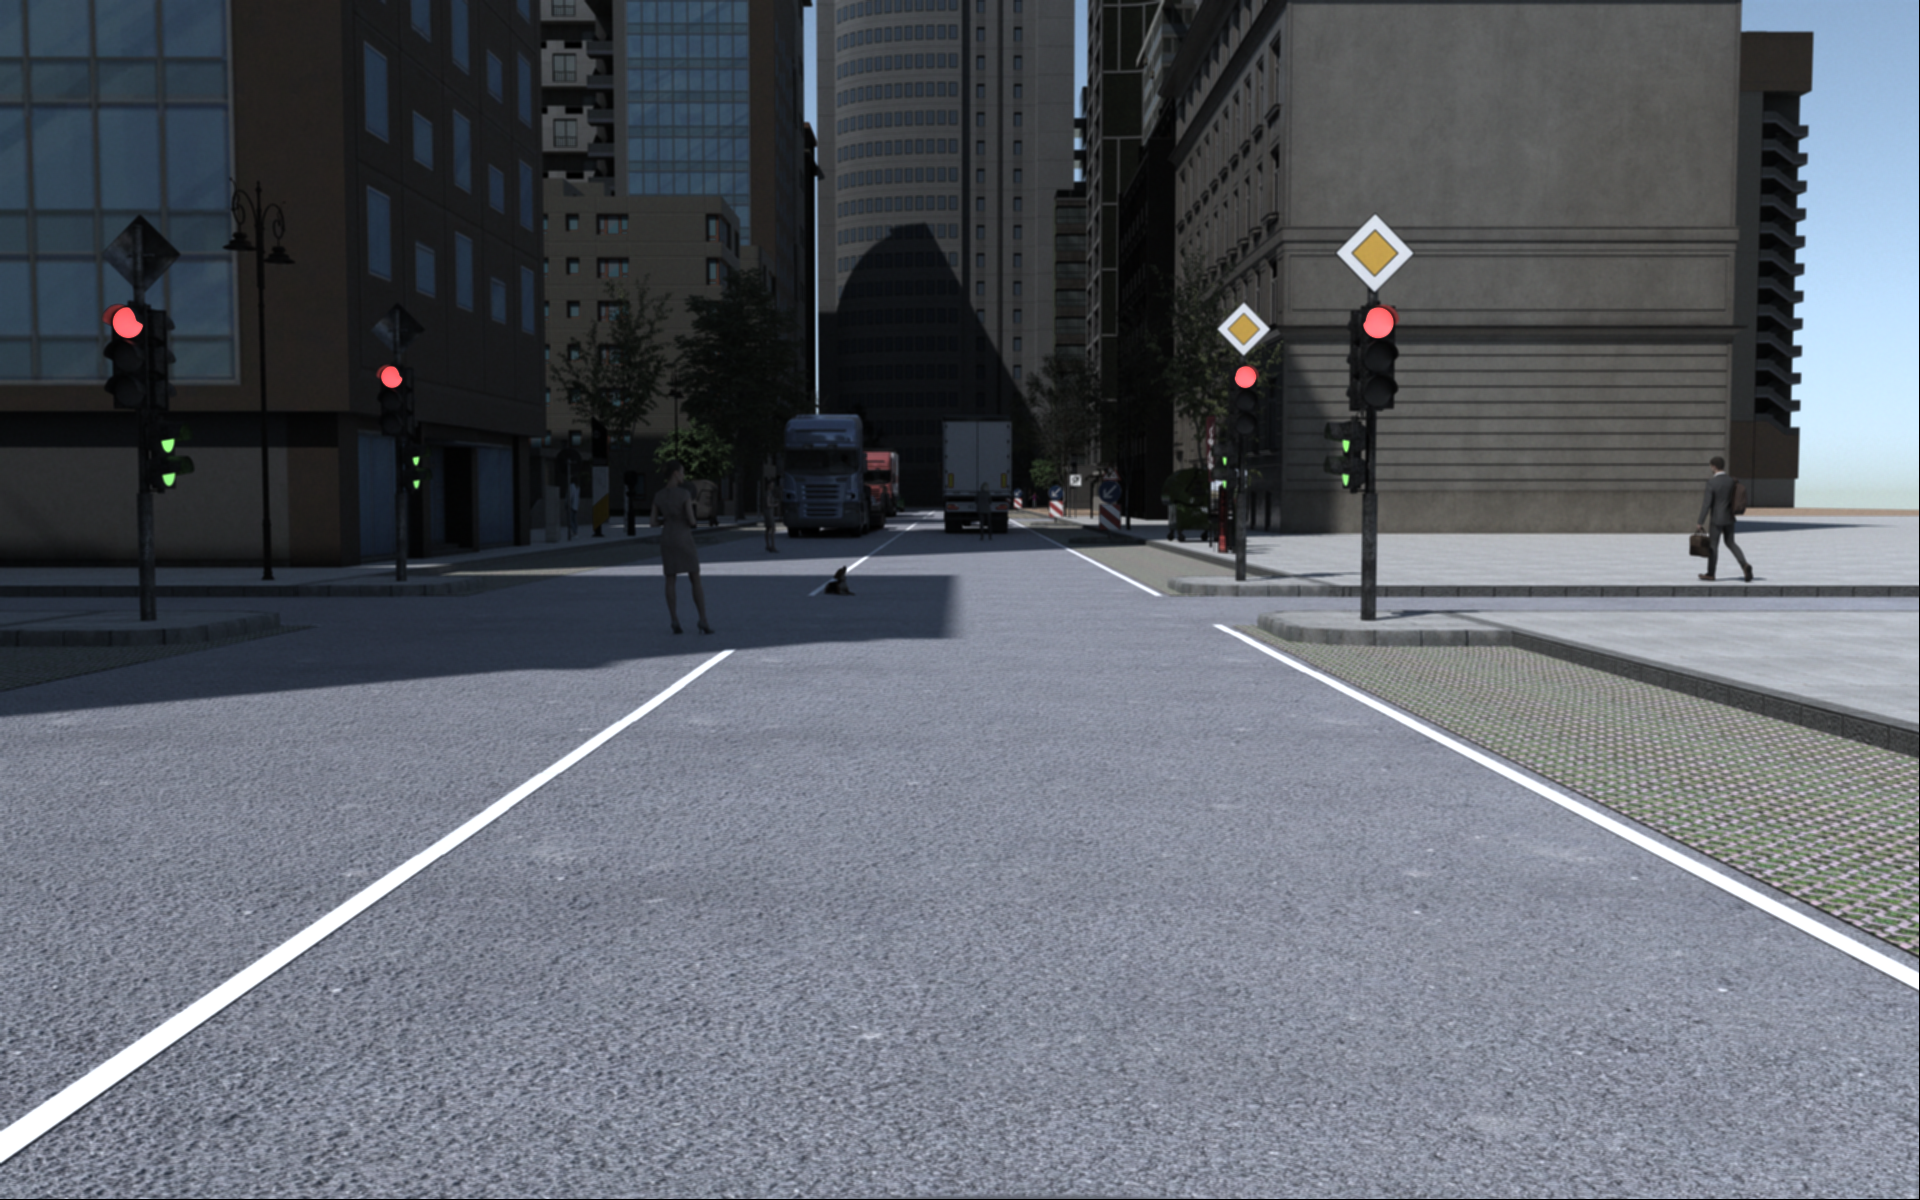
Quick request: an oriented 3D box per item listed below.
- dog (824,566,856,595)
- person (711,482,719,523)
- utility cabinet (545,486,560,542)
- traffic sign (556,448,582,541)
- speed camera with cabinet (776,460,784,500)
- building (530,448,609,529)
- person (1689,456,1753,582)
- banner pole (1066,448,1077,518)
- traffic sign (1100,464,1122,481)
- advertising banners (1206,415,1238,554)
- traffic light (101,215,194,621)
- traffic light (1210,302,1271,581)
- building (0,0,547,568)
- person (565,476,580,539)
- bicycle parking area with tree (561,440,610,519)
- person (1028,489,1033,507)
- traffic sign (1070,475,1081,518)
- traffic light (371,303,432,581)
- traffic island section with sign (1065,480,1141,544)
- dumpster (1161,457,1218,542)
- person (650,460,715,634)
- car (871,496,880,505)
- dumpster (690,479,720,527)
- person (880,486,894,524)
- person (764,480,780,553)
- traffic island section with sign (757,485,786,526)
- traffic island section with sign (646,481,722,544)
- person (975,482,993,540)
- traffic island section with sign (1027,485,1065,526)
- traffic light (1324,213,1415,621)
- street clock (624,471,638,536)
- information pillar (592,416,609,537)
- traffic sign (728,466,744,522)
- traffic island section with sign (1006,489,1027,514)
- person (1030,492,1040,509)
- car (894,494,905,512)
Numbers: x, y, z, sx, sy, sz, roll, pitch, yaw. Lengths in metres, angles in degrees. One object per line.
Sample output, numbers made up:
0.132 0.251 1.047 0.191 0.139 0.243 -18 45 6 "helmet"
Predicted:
-1.695 -0.287 24.879 0.550 0.427 0.748 1 4 11 "dog"
-10.707 -4.243 75.523 0.391 1.810 0.635 -1 4 -18 "person"
-10.881 -2.302 46.311 0.318 1.500 1.173 -1 4 -8 "utility cabinet"
-10.749 -2.905 47.598 0.768 2.556 0.104 1 4 8 "traffic sign"
-10.147 -6.441 99.650 0.660 3.252 2.038 0 4 2 "speed camera with cabinet"
-31.645 -23.034 68.493 32.217 40.220 23.993 0 3 0 "building"
11.176 -1.185 25.389 0.622 1.834 0.822 -1 4 -23 "person"
6.107 -6.373 94.210 0.401 3.779 0.863 3 5 42 "banner pole"
6.024 -4.236 69.255 0.884 2.594 0.081 0 4 4 "traffic sign"
5.749 -2.539 37.697 0.090 3.025 2.074 -1 4 -14 "advertising banners"
-8.228 -1.746 17.474 0.839 4.253 0.868 0 3 0 "traffic light"
4.129 -2.236 25.481 0.839 4.253 0.868 0 3 0 "traffic light"
-17.363 -23.574 35.546 14.600 45.320 14.200 0 3 0 "building"
-10.984 -2.622 49.179 0.793 1.790 0.793 -1 4 -20 "person"
-22.811 -6.295 89.925 8.231 4.147 9.016 -2 4 -28 "bicycle parking area with tree"
7.021 -10.197 172.897 0.705 1.807 1.348 -1 4 -20 "person"
6.133 -5.487 91.843 0.606 2.300 0.079 0 4 8 "traffic sign"
-8.232 -2.235 25.459 0.839 4.253 0.868 0 3 0 "traffic light"
4.168 -2.542 50.193 1.989 1.847 2.006 0 3 0 "traffic island section with sign"
6.278 -2.700 46.631 1.502 2.255 1.985 0 3 0 "dumpster"
-2.850 -0.545 17.753 0.599 1.781 0.374 1 4 19 "person"
-5.409 -5.159 96.714 2.083 1.381 4.827 0 4 -1 "car"
-10.323 -3.868 69.007 1.264 1.857 1.865 0 3 0 "dumpster"
-3.556 -4.579 83.556 0.709 1.800 0.728 -2 4 -30 "person"
-4.639 -2.066 42.623 0.374 1.781 0.599 -1 4 -13 "person"
-7.965 -4.191 77.153 1.989 1.847 2.006 0 3 0 "traffic island section with sign"
-7.952 -2.542 50.197 1.989 1.847 2.006 0 3 0 "traffic island section with sign"
0.732 -2.766 53.912 0.537 1.800 0.526 1 4 11 "person"
4.148 -4.216 77.560 1.989 1.847 2.006 0 3 0 "traffic island section with sign"
4.133 -1.748 17.496 0.839 4.253 0.868 0 3 0 "traffic light"
-10.117 -2.979 53.270 0.358 2.002 0.471 1 4 18 "street clock"
-10.775 -3.699 51.838 0.504 3.616 0.183 0 4 8 "information pillar"
-10.186 -4.809 78.739 0.768 2.556 0.104 0 4 4 "traffic sign"
4.129 -7.282 127.692 1.989 1.847 2.006 0 3 0 "traffic island section with sign"
6.207 -8.268 144.446 0.991 1.433 0.599 -1 4 -16 "person"
-5.326 -7.824 136.717 1.959 1.807 4.718 0 3 0 "car"
